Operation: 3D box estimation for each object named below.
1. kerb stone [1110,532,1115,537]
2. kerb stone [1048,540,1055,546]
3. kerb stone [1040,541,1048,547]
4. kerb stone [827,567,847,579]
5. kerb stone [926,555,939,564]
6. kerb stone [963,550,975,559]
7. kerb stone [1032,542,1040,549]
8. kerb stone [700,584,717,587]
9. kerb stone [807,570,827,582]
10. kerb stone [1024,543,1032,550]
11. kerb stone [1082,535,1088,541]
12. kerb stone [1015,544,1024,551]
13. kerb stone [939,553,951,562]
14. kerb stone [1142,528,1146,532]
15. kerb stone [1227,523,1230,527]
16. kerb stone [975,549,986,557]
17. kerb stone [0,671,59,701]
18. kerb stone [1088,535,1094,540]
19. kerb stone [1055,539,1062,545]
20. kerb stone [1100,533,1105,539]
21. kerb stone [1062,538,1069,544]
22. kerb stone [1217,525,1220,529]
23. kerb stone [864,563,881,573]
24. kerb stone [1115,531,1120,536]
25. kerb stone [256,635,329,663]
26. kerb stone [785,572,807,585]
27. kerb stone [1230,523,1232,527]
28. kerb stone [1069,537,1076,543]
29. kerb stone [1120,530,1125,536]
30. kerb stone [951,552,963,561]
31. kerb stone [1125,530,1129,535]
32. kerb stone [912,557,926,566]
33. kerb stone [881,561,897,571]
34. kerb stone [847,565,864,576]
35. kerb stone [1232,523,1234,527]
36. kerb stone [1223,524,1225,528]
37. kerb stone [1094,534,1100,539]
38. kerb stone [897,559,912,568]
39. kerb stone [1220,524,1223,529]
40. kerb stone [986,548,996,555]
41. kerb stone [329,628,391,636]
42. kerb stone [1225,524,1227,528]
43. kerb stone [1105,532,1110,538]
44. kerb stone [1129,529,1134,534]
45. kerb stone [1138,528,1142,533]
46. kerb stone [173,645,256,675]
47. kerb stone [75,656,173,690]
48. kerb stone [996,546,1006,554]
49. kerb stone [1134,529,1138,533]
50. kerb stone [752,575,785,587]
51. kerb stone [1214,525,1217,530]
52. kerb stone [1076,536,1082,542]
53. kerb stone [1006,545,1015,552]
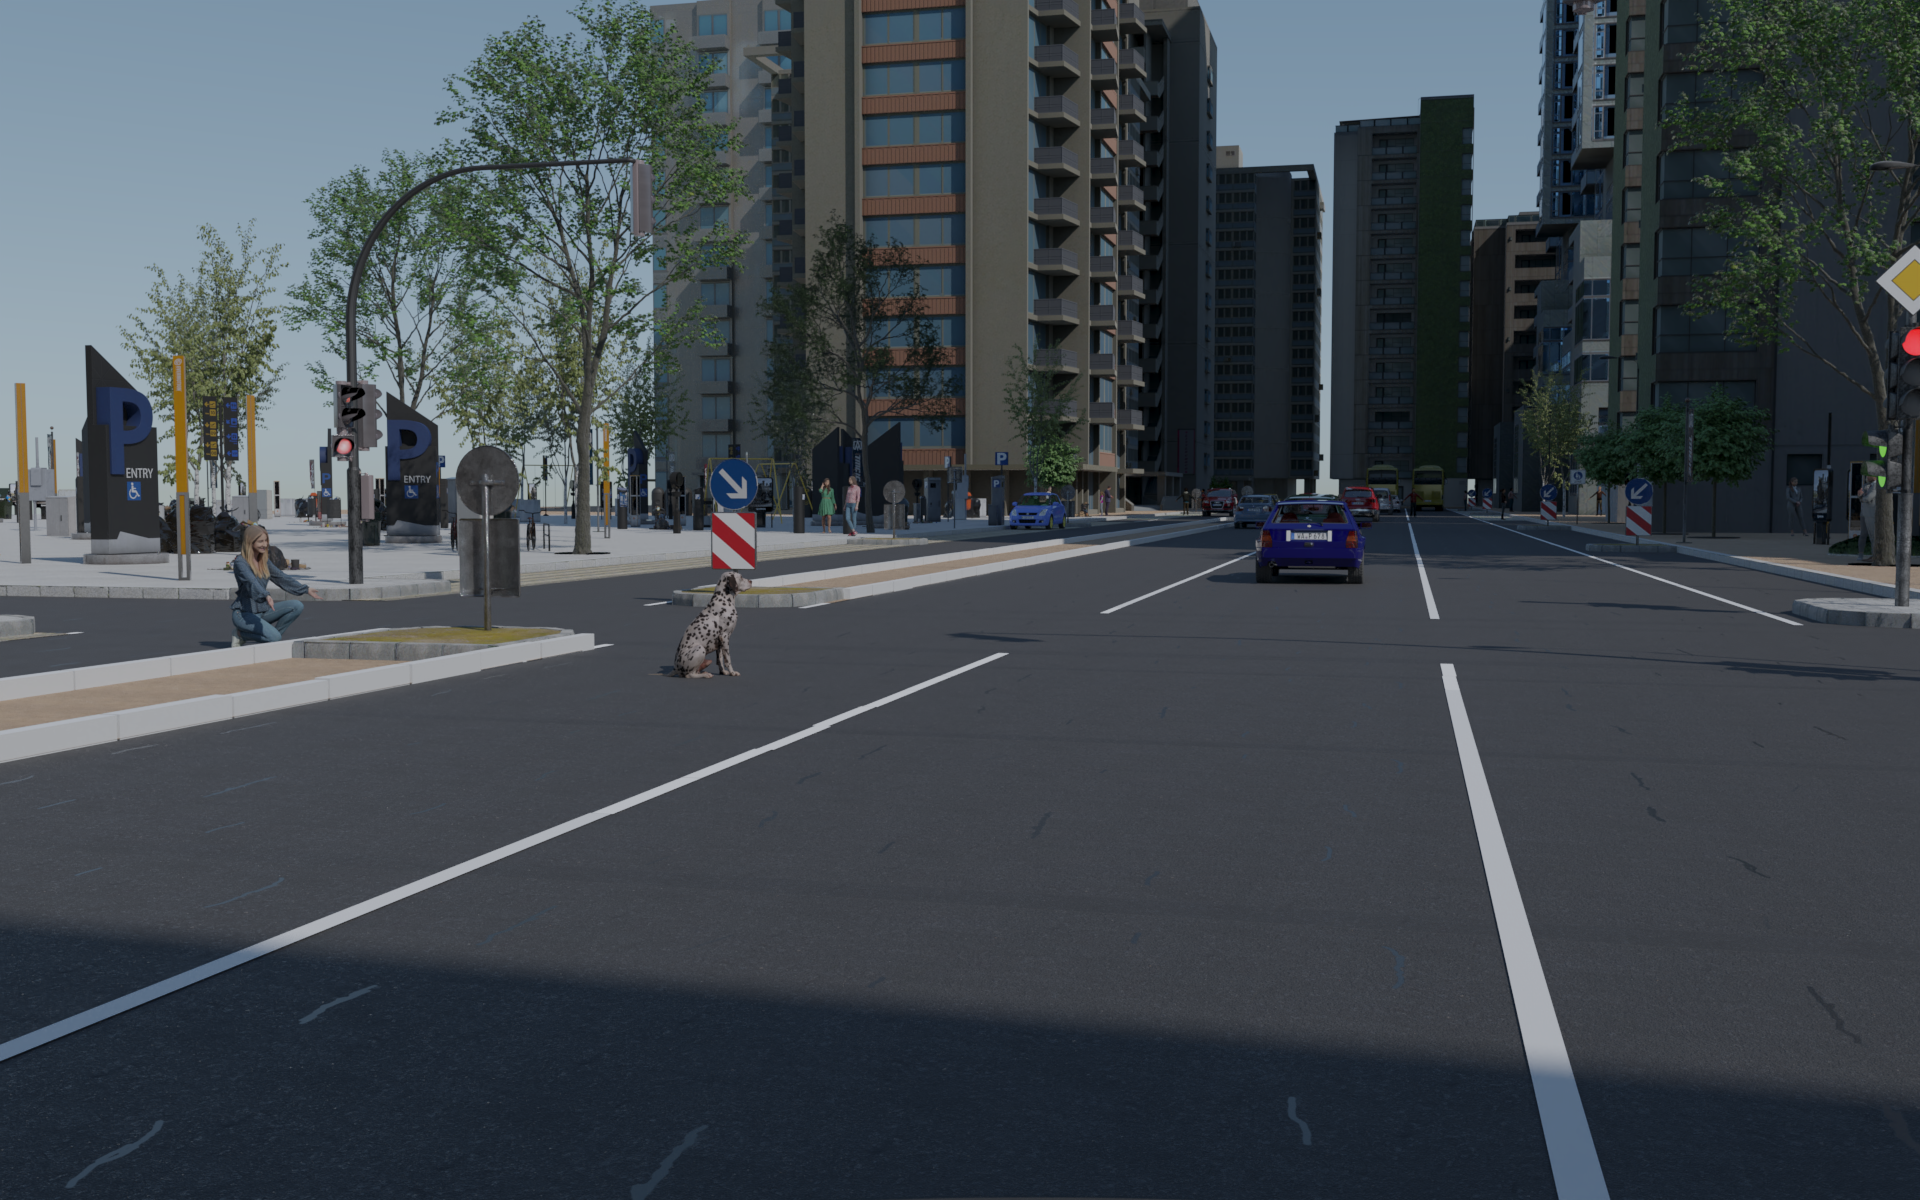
[{"bbox_3d":[4.918,-2.148,57.310,0.120,0.150,1.000,1,4,14],"label":"kerb stone"},{"bbox_3d":[2.377,-1.538,47.345,0.120,0.150,1.000,1,4,14],"label":"kerb stone"},{"bbox_3d":[2.123,-1.476,46.344,0.120,0.150,1.000,1,4,14],"label":"kerb stone"},{"bbox_3d":[-2.185,-0.437,29.450,0.120,0.150,1.000,1,4,14],"label":"kerb stone"},{"bbox_3d":[-0.670,-0.808,35.402,0.120,0.150,1.000,1,4,14],"label":"kerb stone"},{"bbox_3d":[0.094,-0.990,38.389,0.120,0.150,1.000,1,4,14],"label":"kerb stone"},{"bbox_3d":[1.865,-1.416,45.354,0.120,0.150,1.000,1,4,14],"label":"kerb stone"},{"bbox_3d":[-3.454,-0.137,24.489,0.120,0.150,1.000,1,4,14],"label":"kerb stone"},{"bbox_3d":[-2.441,-0.382,28.457,0.120,0.150,1.000,1,4,14],"label":"kerb stone"},{"bbox_3d":[1.610,-1.353,44.352,0.120,0.150,1.000,1,4,14],"label":"kerb stone"},{"bbox_3d":[3.644,-1.844,52.338,0.120,0.150,1.000,1,4,14],"label":"kerb stone"},{"bbox_3d":[1.365,-1.294,43.359,0.120,0.150,1.000,1,4,14],"label":"kerb stone"},{"bbox_3d":[-0.419,-0.868,36.393,0.120,0.150,1.000,1,4,14],"label":"kerb stone"},{"bbox_3d":[6.689,-2.573,64.258,0.120,0.150,1.000,1,4,14],"label":"kerb stone"},{"bbox_3d":[11.256,-3.148,73.663,0.120,0.150,1.000,1,4,14],"label":"kerb stone"},{"bbox_3d":[0.354,-1.048,39.385,0.120,0.150,1.000,1,4,14],"label":"kerb stone"},{"bbox_3d":[-6.609,0.618,12.087,0.120,0.150,1.000,1,4,14],"label":"kerb stone"},{"bbox_3d":[3.905,-1.902,53.330,0.120,0.150,1.000,1,4,14],"label":"kerb stone"},{"bbox_3d":[2.623,-1.600,48.348,0.120,0.150,1.000,1,4,14],"label":"kerb stone"},{"bbox_3d":[4.412,-2.026,55.329,0.120,0.150,1.000,1,4,14],"label":"kerb stone"},{"bbox_3d":[2.883,-1.661,49.347,0.120,0.150,1.000,1,4,14],"label":"kerb stone"},{"bbox_3d":[10.239,-2.906,69.702,0.120,0.150,1.000,1,4,14],"label":"kerb stone"},{"bbox_3d":[-1.680,-0.565,31.431,0.120,0.150,1.000,1,4,14],"label":"kerb stone"},{"bbox_3d":[5.170,-2.205,58.301,0.120,0.150,1.000,1,4,14],"label":"kerb stone"},{"bbox_3d":[-5.863,0.436,15.061,0.120,0.150,1.000,1,4,14],"label":"kerb stone"},{"bbox_3d":[-2.687,-0.322,27.464,0.120,0.150,1.000,1,4,14],"label":"kerb stone"},{"bbox_3d":[11.511,-3.208,74.654,0.120,0.150,1.000,1,4,14],"label":"kerb stone"},{"bbox_3d":[3.147,-1.718,50.349,0.120,0.150,1.000,1,4,14],"label":"kerb stone"},{"bbox_3d":[5.430,-2.267,59.290,0.120,0.150,1.000,1,4,14],"label":"kerb stone"},{"bbox_3d":[-0.165,-0.929,37.390,0.120,0.150,1.000,1,4,14],"label":"kerb stone"},{"bbox_3d":[5.672,-2.330,60.284,0.120,0.150,1.000,1,4,14],"label":"kerb stone"},{"bbox_3d":[-0.926,-0.745,34.411,0.120,0.150,1.000,1,4,14],"label":"kerb stone"},{"bbox_3d":[-1.430,-0.624,32.425,0.120,0.150,1.000,1,4,14],"label":"kerb stone"},{"bbox_3d":[-1.936,-0.501,30.442,0.120,0.150,1.000,1,4,14],"label":"kerb stone"},{"bbox_3d":[11.756,-3.268,75.647,0.120,0.150,1.000,1,4,14],"label":"kerb stone"},{"bbox_3d":[10.752,-3.027,71.682,0.120,0.150,1.000,1,4,14],"label":"kerb stone"},{"bbox_3d":[4.157,-1.965,54.324,0.120,0.150,1.000,1,4,14],"label":"kerb stone"},{"bbox_3d":[-1.179,-0.685,33.416,0.120,0.150,1.000,1,4,14],"label":"kerb stone"},{"bbox_3d":[10.506,-2.966,70.689,0.120,0.150,1.000,1,4,14],"label":"kerb stone"},{"bbox_3d":[0.604,-1.112,40.381,0.120,0.150,1.000,1,4,14],"label":"kerb stone"},{"bbox_3d":[-5.599,0.375,16.058,0.120,0.150,1.000,1,4,14],"label":"kerb stone"},{"bbox_3d":[11.007,-3.087,72.672,0.120,0.150,1.000,1,4,14],"label":"kerb stone"},{"bbox_3d":[4.657,-2.086,56.321,0.120,0.150,1.000,1,4,14],"label":"kerb stone"},{"bbox_3d":[5.925,-2.391,61.281,0.120,0.150,1.000,1,4,14],"label":"kerb stone"},{"bbox_3d":[6.434,-2.510,63.265,0.120,0.150,1.000,1,4,14],"label":"kerb stone"},{"bbox_3d":[-6.113,0.497,14.070,0.120,0.150,1.000,1,4,14],"label":"kerb stone"},{"bbox_3d":[-6.361,0.558,13.078,0.120,0.150,1.000,1,4,14],"label":"kerb stone"},{"bbox_3d":[0.859,-1.167,41.378,0.120,0.150,1.000,1,4,14],"label":"kerb stone"},{"bbox_3d":[6.179,-2.446,62.271,0.120,0.150,1.000,1,4,14],"label":"kerb stone"},{"bbox_3d":[-2.945,-0.257,26.472,0.120,0.150,1.000,1,4,14],"label":"kerb stone"},{"bbox_3d":[9.993,-2.845,68.710,0.120,0.150,1.000,1,4,14],"label":"kerb stone"},{"bbox_3d":[3.391,-1.783,51.341,0.120,0.150,1.000,1,4,14],"label":"kerb stone"},{"bbox_3d":[1.107,-1.232,42.370,0.120,0.150,1.000,1,4,14],"label":"kerb stone"}]
